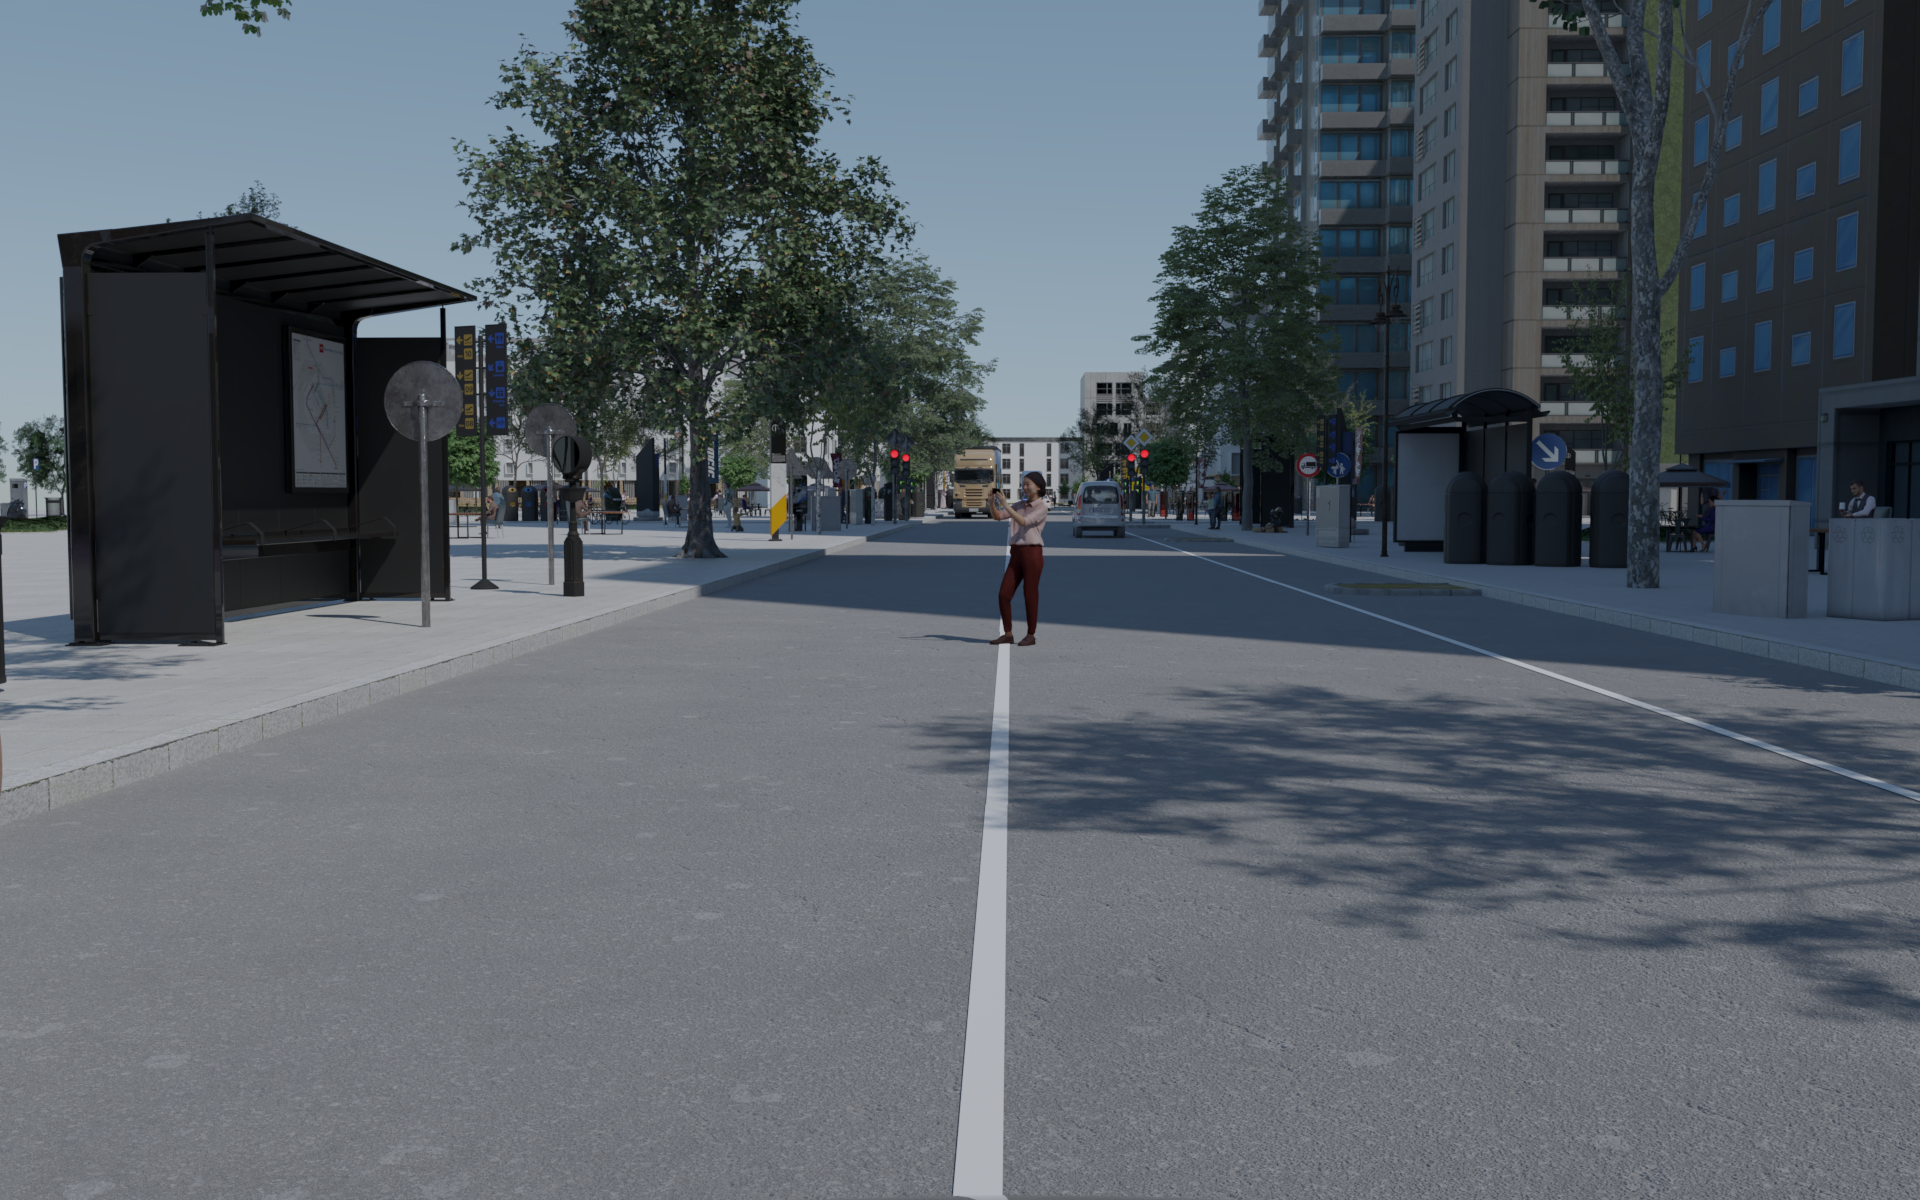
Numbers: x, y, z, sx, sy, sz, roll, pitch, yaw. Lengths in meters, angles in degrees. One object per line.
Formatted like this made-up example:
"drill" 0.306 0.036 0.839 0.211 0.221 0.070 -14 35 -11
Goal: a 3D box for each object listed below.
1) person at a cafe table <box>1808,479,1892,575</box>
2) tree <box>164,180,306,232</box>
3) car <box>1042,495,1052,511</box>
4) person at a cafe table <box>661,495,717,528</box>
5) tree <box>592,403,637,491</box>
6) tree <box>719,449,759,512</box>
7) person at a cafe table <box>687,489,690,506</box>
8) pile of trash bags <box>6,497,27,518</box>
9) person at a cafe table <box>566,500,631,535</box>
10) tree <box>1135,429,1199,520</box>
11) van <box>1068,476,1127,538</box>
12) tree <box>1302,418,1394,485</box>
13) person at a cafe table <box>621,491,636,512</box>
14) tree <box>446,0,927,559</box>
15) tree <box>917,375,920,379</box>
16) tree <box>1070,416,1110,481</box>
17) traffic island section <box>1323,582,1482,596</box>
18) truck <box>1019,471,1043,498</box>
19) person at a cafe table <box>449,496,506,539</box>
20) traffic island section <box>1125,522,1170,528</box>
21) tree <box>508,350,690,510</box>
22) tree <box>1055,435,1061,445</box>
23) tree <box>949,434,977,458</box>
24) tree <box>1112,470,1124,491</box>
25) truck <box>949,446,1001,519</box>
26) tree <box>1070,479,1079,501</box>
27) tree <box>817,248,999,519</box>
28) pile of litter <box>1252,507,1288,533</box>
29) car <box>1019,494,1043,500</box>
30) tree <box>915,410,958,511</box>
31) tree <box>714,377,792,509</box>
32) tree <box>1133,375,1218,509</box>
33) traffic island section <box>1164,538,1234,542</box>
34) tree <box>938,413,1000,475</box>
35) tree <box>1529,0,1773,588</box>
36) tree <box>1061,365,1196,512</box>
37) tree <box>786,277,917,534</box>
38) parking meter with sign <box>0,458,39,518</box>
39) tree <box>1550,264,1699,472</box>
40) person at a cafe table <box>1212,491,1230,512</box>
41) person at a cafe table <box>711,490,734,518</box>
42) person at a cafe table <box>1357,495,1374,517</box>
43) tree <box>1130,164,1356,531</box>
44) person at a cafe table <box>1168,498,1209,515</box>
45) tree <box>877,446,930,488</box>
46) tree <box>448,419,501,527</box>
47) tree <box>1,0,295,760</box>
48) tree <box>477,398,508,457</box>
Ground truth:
"person at a cafe table" 14.237 -1.196 28.065 1.622 1.524 1.698 -1 4 -11
"tree" -21.065 -7.112 50.693 7.601 10.594 8.767 -3 5 -39
"car" 6.685 -8.125 145.207 2.083 1.381 4.827 0 4 2
"person at a cafe table" -10.535 -3.386 66.216 1.726 1.238 1.698 -2 4 -32
"tree" -24.540 -10.540 122.693 4.737 8.622 4.395 0 3 0
"tree" -15.910 -8.592 124.192 4.285 4.588 4.351 0 3 0
"person at a cafe table" -20.597 -7.883 137.396 1.698 1.524 1.622 -1 4 -18
"pile of trash bags" -41.227 -3.882 73.221 3.447 1.369 1.912 -1 4 -16
"person at a cafe table" -11.615 -2.689 54.830 1.726 1.238 1.698 -3 5 -43
"tree" 10.516 -6.360 87.698 4.285 4.588 4.351 0 3 0
"van" 4.627 -3.116 57.961 2.013 2.044 4.112 0 4 2
"tree" 15.483 -5.326 70.800 4.285 4.588 4.351 0 3 0
"person at a cafe table" -22.156 -6.581 116.120 1.622 1.524 1.698 0 4 -3
"tree" -5.334 -7.192 34.602 9.611 12.733 9.660 0 3 0
"tree" -3.784 -7.345 70.451 4.737 8.622 4.395 0 3 0
"tree" 12.506 -12.893 161.157 4.737 8.622 4.395 0 3 0
"traffic island section" 6.399 -0.156 25.411 1.991 0.108 1.994 0 4 2
"truck" 8.098 -12.440 193.152 2.967 4.110 18.799 0 4 2
"person at a cafe table" -14.056 -2.405 50.179 1.726 1.238 1.698 0 4 6
"traffic island section" 7.825 -3.138 73.595 2.009 0.180 2.903 0 4 2
"tree" -21.343 -10.371 103.983 8.767 10.594 7.601 0 4 7
"tree" 13.901 -14.542 172.175 8.767 10.594 7.601 0 4 -7
"tree" -0.006 -13.797 175.938 4.737 8.622 4.395 0 3 0
"tree" 12.696 -8.903 140.158 1.663 3.219 1.824 0 3 0
"truck" 1.052 -6.988 103.164 2.839 4.237 11.283 0 4 3
"tree" 14.672 -13.849 221.037 1.663 3.219 1.824 0 3 0
"tree" -3.156 -11.166 89.212 9.857 13.997 8.962 0 3 0
"pile of litter" 10.310 -2.673 57.665 1.176 0.858 1.719 0 4 7
"car" 5.713 -7.899 138.742 1.945 1.707 3.694 0 4 2
"tree" -1.921 -11.176 133.093 4.360 8.622 3.978 0 3 0
"tree" -17.700 -13.973 146.587 7.486 12.596 7.792 0 3 0
"tree" 11.977 -9.208 100.910 4.360 8.622 3.978 0 3 0
"traffic island section" 7.214 -1.818 52.585 1.991 0.108 1.994 0 4 2
"tree" -0.168 -15.414 186.432 8.767 10.594 7.601 -1 4 -16
"tree" 8.347 -10.165 22.087 12.611 20.169 13.585 0 3 0
"tree" 12.692 -11.695 125.620 8.767 10.594 7.601 -1 4 -10
"tree" -4.436 -6.406 55.104 4.737 8.622 4.395 0 3 0
"parking meter with sign" -46.019 -5.408 84.681 1.738 3.016 0.543 0 4 -1
"tree" 21.009 -6.431 55.508 4.737 8.622 4.395 0 3 0
"person at a cafe table" 18.955 -7.213 126.451 1.622 1.524 1.698 0 4 3
"person at a cafe table" -13.141 -5.238 94.160 1.698 1.524 1.622 -2 4 -24
"person at a cafe table" 23.013 -5.290 97.345 1.698 1.238 1.726 3 5 39
"tree" 9.701 -8.704 60.431 7.486 12.596 7.792 0 3 0
"person at a cafe table" 13.945 -5.985 106.362 1.698 1.524 1.622 -2 4 -32
"tree" -3.246 -7.252 102.282 4.285 4.588 4.351 0 3 0
"tree" -19.430 -5.101 67.122 4.285 4.588 4.351 0 3 0
"tree" -5.357 -5.014 7.742 9.928 11.665 9.643 0 3 0
"tree" -31.362 -11.500 122.444 7.601 10.594 8.767 0 4 7
